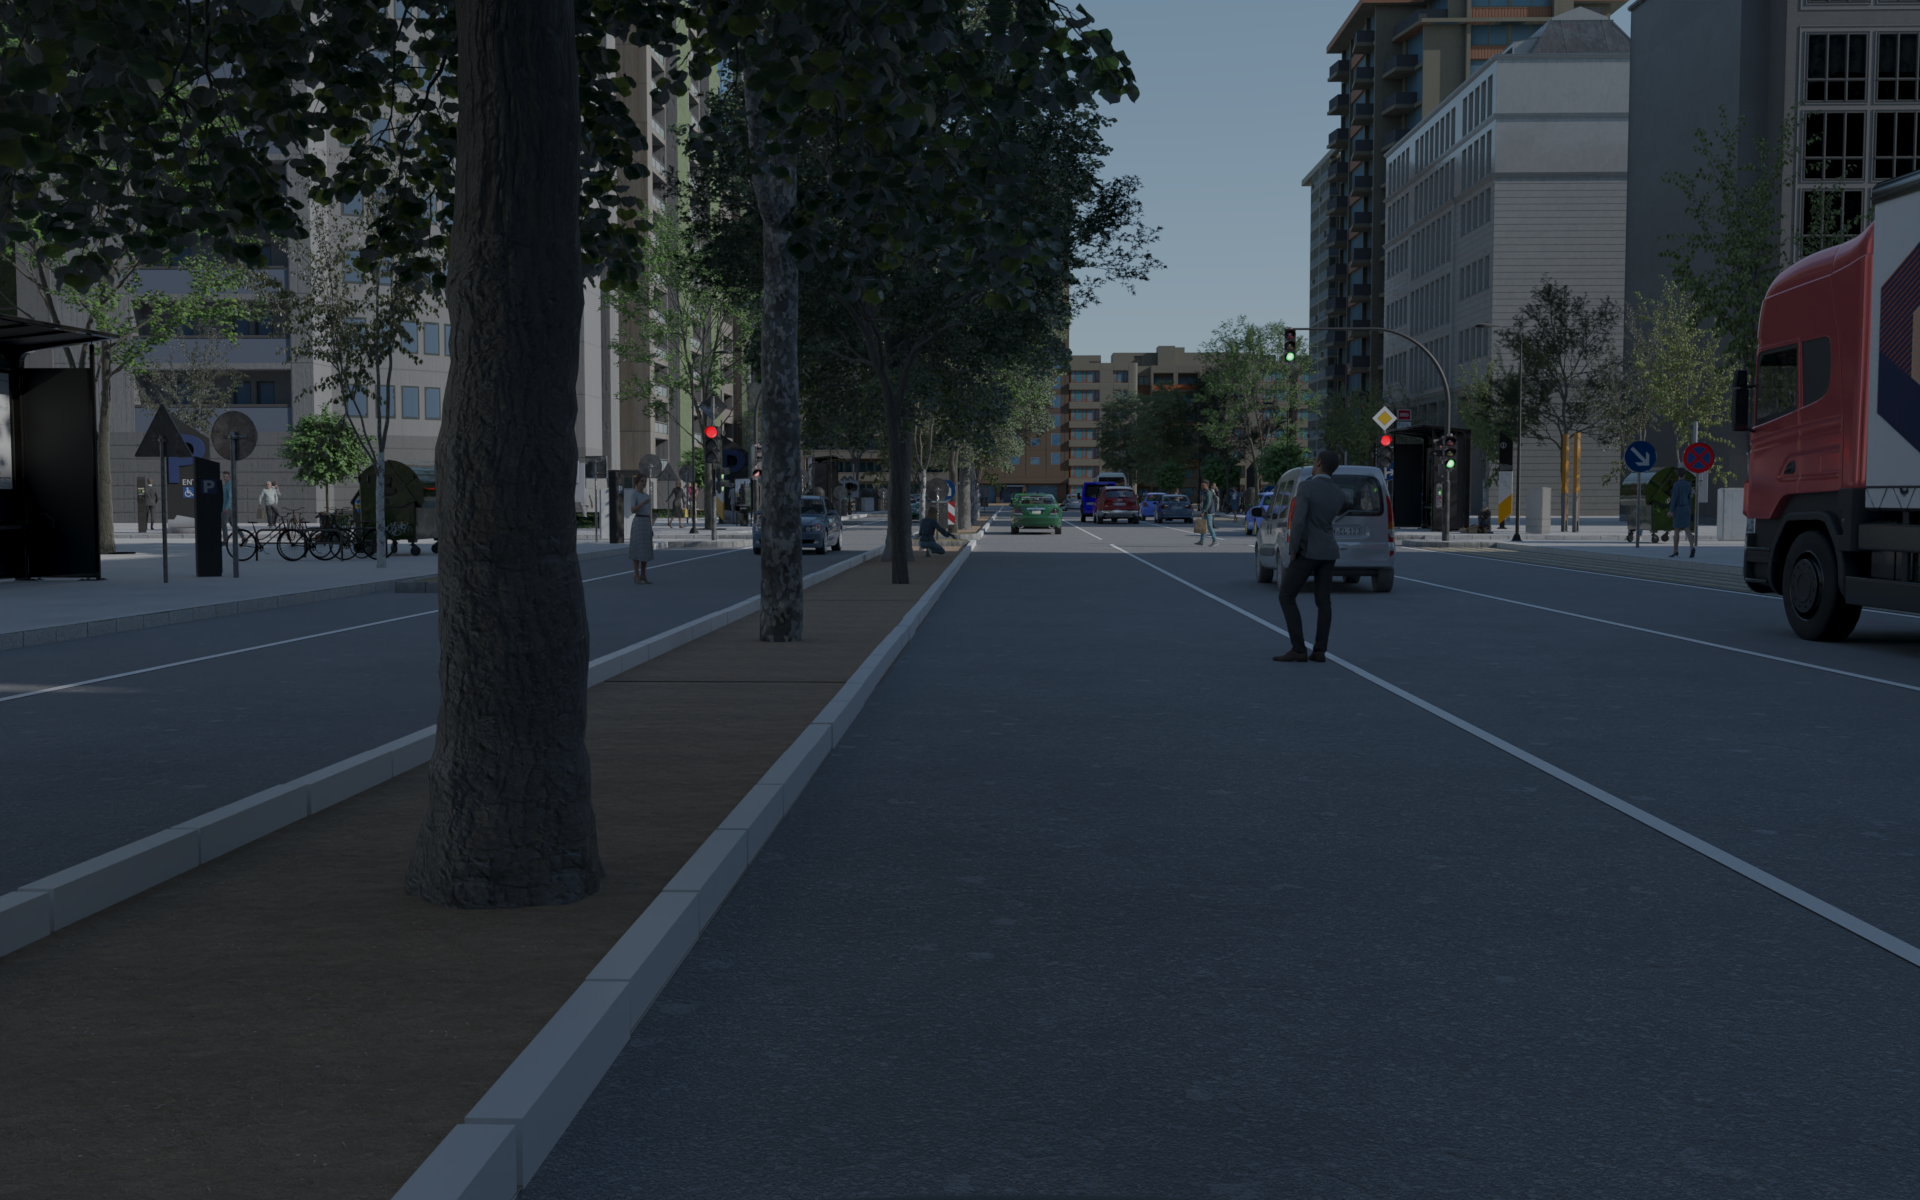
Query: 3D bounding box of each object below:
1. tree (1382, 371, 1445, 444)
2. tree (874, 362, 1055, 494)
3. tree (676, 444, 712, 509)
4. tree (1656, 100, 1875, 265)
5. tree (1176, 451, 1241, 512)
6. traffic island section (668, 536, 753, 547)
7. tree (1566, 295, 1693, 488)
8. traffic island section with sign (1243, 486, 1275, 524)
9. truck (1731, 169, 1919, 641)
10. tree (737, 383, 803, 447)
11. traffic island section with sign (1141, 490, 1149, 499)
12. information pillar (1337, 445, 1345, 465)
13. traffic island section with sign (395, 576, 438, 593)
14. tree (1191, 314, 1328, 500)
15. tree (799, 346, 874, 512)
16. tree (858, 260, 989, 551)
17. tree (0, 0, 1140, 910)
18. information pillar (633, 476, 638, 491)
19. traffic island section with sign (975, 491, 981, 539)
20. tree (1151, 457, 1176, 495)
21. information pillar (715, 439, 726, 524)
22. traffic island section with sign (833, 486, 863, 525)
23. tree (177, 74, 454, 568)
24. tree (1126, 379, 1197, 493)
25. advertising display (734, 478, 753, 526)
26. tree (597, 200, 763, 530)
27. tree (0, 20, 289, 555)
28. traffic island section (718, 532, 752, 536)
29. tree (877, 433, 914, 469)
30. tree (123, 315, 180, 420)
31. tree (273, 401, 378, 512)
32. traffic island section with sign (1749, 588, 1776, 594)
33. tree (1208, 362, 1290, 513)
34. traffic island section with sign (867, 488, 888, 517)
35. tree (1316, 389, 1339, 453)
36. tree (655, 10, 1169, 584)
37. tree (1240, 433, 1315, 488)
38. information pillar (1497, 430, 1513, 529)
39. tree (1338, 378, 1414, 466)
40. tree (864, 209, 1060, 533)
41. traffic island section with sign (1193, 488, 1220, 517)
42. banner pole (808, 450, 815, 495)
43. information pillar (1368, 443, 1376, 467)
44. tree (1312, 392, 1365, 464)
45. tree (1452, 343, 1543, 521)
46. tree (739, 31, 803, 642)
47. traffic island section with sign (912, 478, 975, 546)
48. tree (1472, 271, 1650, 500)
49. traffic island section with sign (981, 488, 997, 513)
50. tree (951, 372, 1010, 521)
[{"bbox_3d":[27.304,-9.437,104.659,4.360,8.622,3.978,0,3,0],"label":"tree"},{"bbox_3d":[1.043,-12.115,110.906,12.009,13.543,11.850,0,3,0],"label":"tree"},{"bbox_3d":[-15.542,-7.408,104.842,4.285,4.588,4.351,0,3,0],"label":"tree"},{"bbox_3d":[15.281,-5.039,32.758,4.737,8.622,4.395,0,3,0],"label":"tree"},{"bbox_3d":[18.440,-8.456,121.971,4.285,4.588,4.351,0,3,0],"label":"tree"},{"bbox_3d":[-6.837,-1.574,48.012,2.009,0.180,2.903,0,4,2],"label":"traffic island section"},{"bbox_3d":[24.926,-6.953,64.039,4.360,8.622,3.978,0,3,0],"label":"tree"},{"bbox_3d":[14.318,-4.434,81.118,1.989,1.847,2.006,0,4,2],"label":"traffic island section with sign"},{"bbox_3d":[9.393,-1.499,13.428,2.839,4.237,11.283,0,4,0],"label":"truck"},{"bbox_3d":[-12.691,-10.043,114.562,4.360,8.622,3.978,0,3,0],"label":"tree"},{"bbox_3d":[16.610,-9.080,157.092,1.989,1.847,2.006,0,4,2],"label":"traffic island section with sign"},{"bbox_3d":[18.067,-5.558,82.225,0.183,3.616,0.504,-2,4,-26],"label":"information pillar"},{"bbox_3d":[-7.174,-1.063,26.013,1.989,1.847,2.006,0,4,2],"label":"traffic island section with sign"},{"bbox_3d":[17.091,-10.600,99.060,9.928,11.665,9.643,0,3,0],"label":"tree"},{"bbox_3d":[-7.557,-13.217,126.470,12.009,13.543,11.850,0,3,0],"label":"tree"},{"bbox_3d":[-0.960,-5.555,43.641,4.360,8.622,3.978,0,3,0],"label":"tree"},{"bbox_3d":[-1.652,-5.923,5.954,9.857,13.997,8.962,0,3,0],"label":"tree"},{"bbox_3d":[-12.861,-3.955,69.159,0.304,2.012,0.304,-3,4,-38],"label":"information pillar"},{"bbox_3d":[-0.433,-2.895,55.464,2.006,1.907,1.989,0,4,2],"label":"traffic island section with sign"},{"bbox_3d":[18.530,-10.288,151.924,4.285,4.588,4.351,0,3,0],"label":"tree"},{"bbox_3d":[-10.276,-5.054,73.989,0.504,3.616,0.183,3,4,36],"label":"information pillar"},{"bbox_3d":[-5.528,-4.401,80.576,1.989,1.847,2.006,0,4,2],"label":"traffic island section with sign"},{"bbox_3d":[-10.329,-4.875,30.074,4.360,8.622,3.978,0,3,0],"label":"tree"},{"bbox_3d":[20.262,-15.472,171.095,7.486,12.596,7.792,0,3,0],"label":"tree"},{"bbox_3d":[-8.639,-3.914,69.207,0.974,1.923,0.123,3,5,40],"label":"advertising display"},{"bbox_3d":[-9.130,-8.328,61.922,9.928,11.665,9.643,0,3,0],"label":"tree"},{"bbox_3d":[-18.321,-6.771,36.462,9.928,11.665,9.643,0,3,0],"label":"tree"},{"bbox_3d":[-6.597,-2.062,55.993,2.009,0.180,2.903,0,4,2],"label":"traffic island section"},{"bbox_3d":[-6.040,-13.027,163.358,4.737,8.622,4.395,0,3,0],"label":"tree"},{"bbox_3d":[-30.762,-7.276,69.318,4.360,8.622,3.978,0,3,0],"label":"tree"},{"bbox_3d":[-22.200,-4.696,60.487,4.285,4.588,4.351,0,3,0],"label":"tree"},{"bbox_3d":[12.626,-1.005,25.059,1.989,1.847,2.006,0,4,2],"label":"traffic island section with sign"},{"bbox_3d":[17.926,-11.026,114.682,8.767,10.594,7.601,2,4,25],"label":"tree"},{"bbox_3d":[-4.715,-6.048,107.519,1.989,1.847,2.006,0,4,2],"label":"traffic island section with sign"},{"bbox_3d":[25.528,-10.043,114.563,4.737,8.622,4.395,0,3,0],"label":"tree"},{"bbox_3d":[-0.913,-5.546,27.544,8.767,10.594,7.601,0,4,2],"label":"tree"},{"bbox_3d":[17.267,-6.630,92.117,4.285,4.588,4.351,0,3,0],"label":"tree"},{"bbox_3d":[19.931,-4.401,63.303,0.504,3.616,0.183,2,4,24],"label":"information pillar"},{"bbox_3d":[26.551,-9.730,109.447,4.737,8.622,4.395,0,3,0],"label":"tree"},{"bbox_3d":[-0.149,-8.006,59.105,9.928,11.665,9.643,0,3,0],"label":"tree"},{"bbox_3d":[15.133,-6.082,108.061,1.989,1.847,2.006,0,4,2],"label":"traffic island section with sign"},{"bbox_3d":[-8.471,-6.661,98.926,0.401,3.779,0.863,-3,4,-37],"label":"banner pole"},{"bbox_3d":[18.818,-5.368,79.127,0.183,3.616,0.504,-1,4,-20],"label":"information pillar"},{"bbox_3d":[27.547,-10.702,125.345,4.360,8.622,3.978,0,3,0],"label":"tree"},{"bbox_3d":[25.715,-8.035,81.741,4.737,8.622,4.395,0,3,0],"label":"tree"},{"bbox_3d":[-2.924,-9.711,17.120,12.611,20.169,13.585,0,3,0],"label":"tree"},{"bbox_3d":[-0.665,-2.442,48.061,2.006,1.907,1.989,0,4,2],"label":"traffic island section with sign"},{"bbox_3d":[25.297,-8.487,73.176,7.601,10.594,8.767,0,4,3],"label":"tree"},{"bbox_3d":[1.822,-7.488,130.569,2.006,1.907,1.989,0,4,2],"label":"traffic island section with sign"},{"bbox_3d":[1.111,-9.154,102.489,4.737,8.622,4.395,0,3,0],"label":"tree"}]
